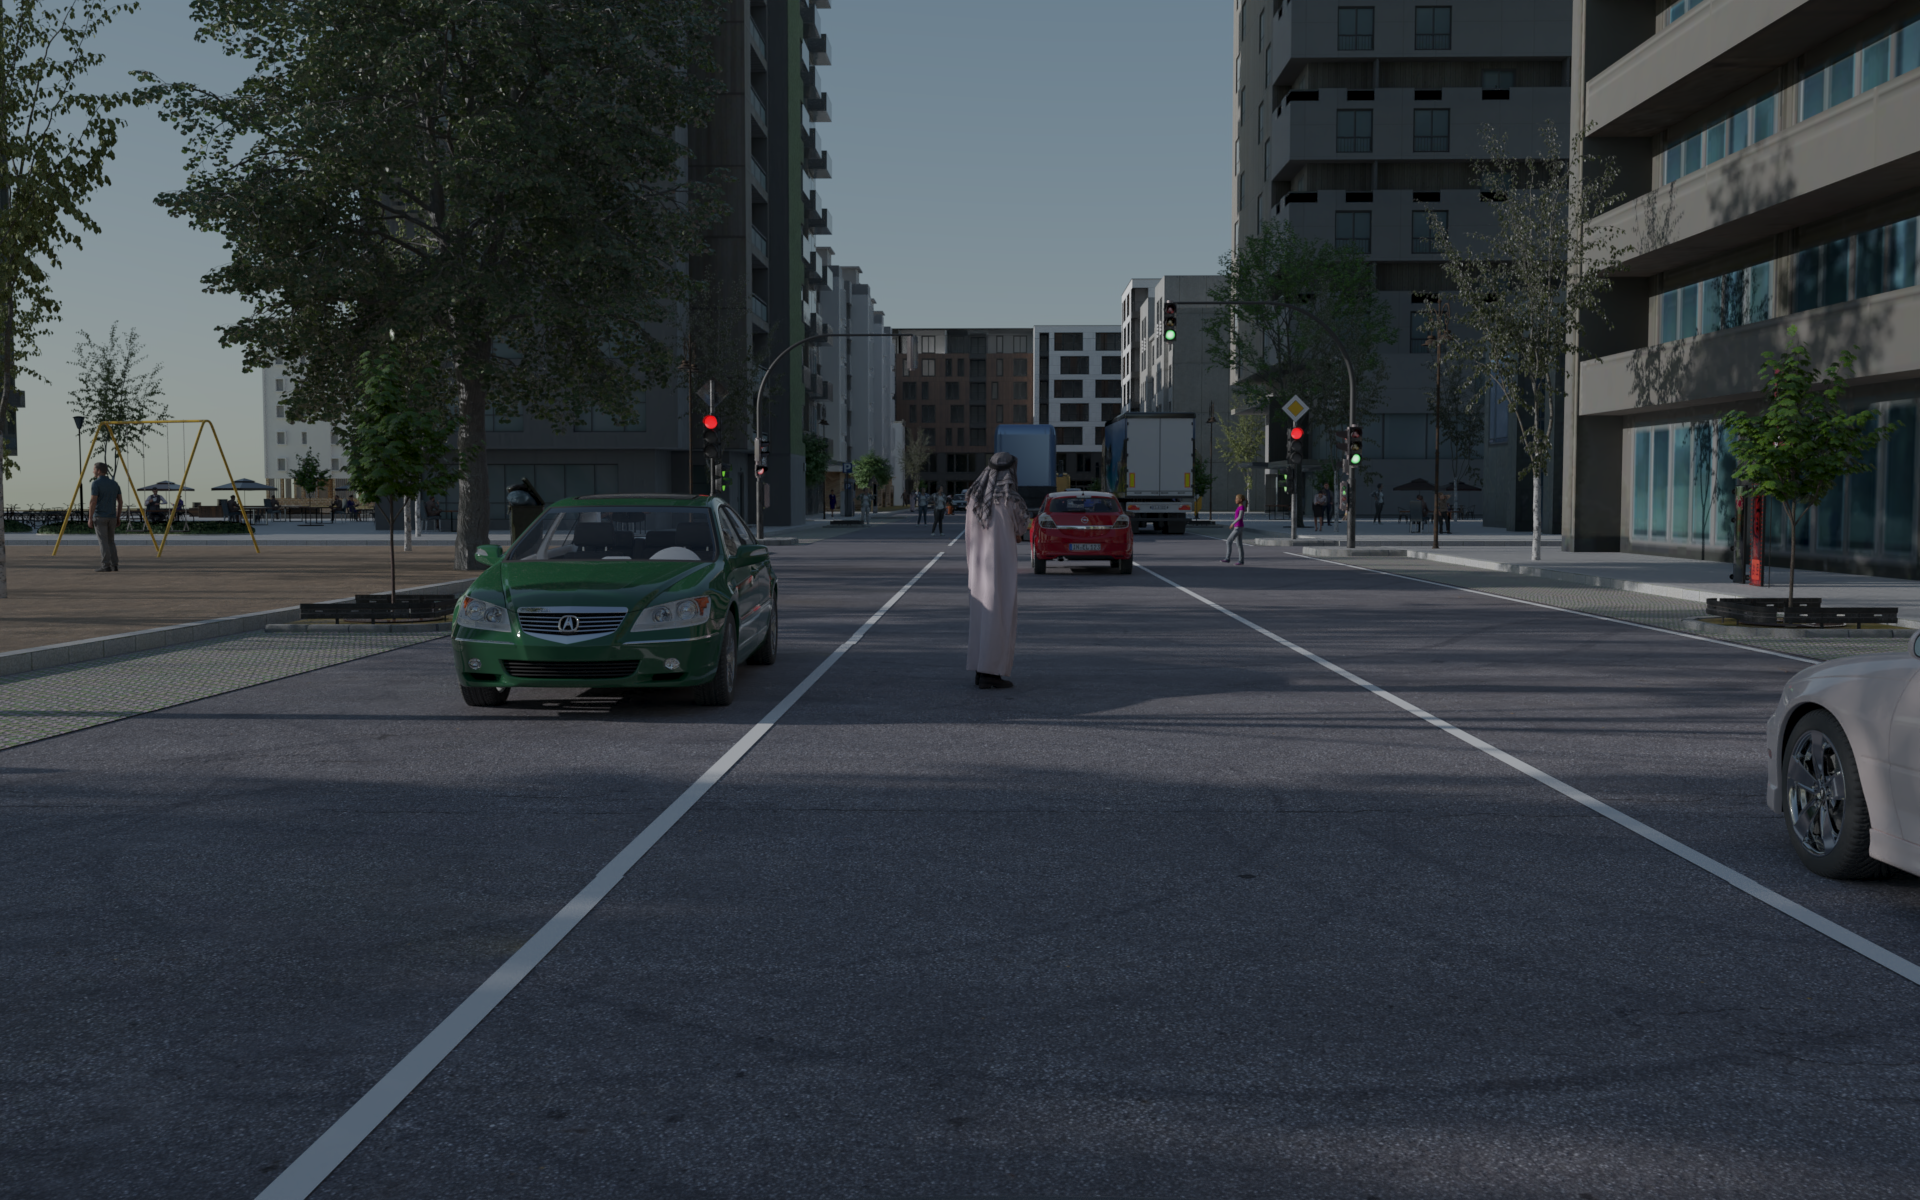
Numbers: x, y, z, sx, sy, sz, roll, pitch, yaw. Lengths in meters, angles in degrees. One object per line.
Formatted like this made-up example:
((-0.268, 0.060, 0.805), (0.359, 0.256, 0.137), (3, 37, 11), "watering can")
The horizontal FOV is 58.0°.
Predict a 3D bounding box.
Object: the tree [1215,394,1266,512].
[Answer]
((20.080, -10.478, 121.672), (4.737, 8.622, 4.395), (0, 3, 0), "tree")

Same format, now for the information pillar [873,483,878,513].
((-5.681, -6.822, 116.029), (0.304, 2.012, 0.304), (0, 4, 3), "information pillar")

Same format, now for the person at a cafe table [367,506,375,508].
((-25.535, -4.123, 78.268), (1.698, 1.238, 1.726), (1, 4, 13), "person at a cafe table")

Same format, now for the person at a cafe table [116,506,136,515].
((-40.955, -4.432, 83.321), (1.726, 1.238, 1.698), (2, 4, 29), "person at a cafe table")

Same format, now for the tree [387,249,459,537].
((-16.363, -6.231, 52.236), (4.360, 8.622, 3.978), (0, 3, 0), "tree")

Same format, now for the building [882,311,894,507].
((-14.926, -18.898, 165.400), (16.016, 20.091, 11.380), (0, 4, 1), "building")

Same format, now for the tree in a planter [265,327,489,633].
((-6.138, -1.311, 18.662), (1.991, 3.239, 1.994), (0, 4, 1), "tree in a planter")

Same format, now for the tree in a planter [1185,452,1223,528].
((10.065, -4.669, 73.568), (1.991, 3.239, 1.994), (0, 4, 1), "tree in a planter")

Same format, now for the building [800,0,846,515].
((-19.288, -29.396, 100.239), (23.786, 49.044, 30.456), (0, 4, 1), "building")

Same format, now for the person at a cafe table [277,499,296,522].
((-31.314, -4.224, 79.917), (1.698, 1.238, 1.726), (2, 4, 25), "person at a cafe table")

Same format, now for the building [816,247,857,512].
((-16.499, -16.768, 130.583), (16.016, 20.091, 11.380), (0, 4, 1), "building")

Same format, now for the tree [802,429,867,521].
((-7.581, -6.032, 82.336), (4.285, 4.588, 4.351), (0, 3, 0), "tree")

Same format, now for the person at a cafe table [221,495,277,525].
((-29.448, -3.690, 71.197), (1.698, 1.238, 1.726), (3, 5, 39), "person at a cafe table")

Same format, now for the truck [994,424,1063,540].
((2.206, -4.368, 61.172), (2.967, 4.110, 18.799), (0, 4, 3), "truck")

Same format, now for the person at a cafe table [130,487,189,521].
((-27.788, -3.147, 59.966), (1.698, 1.524, 1.622), (-3, 4, -37), "person at a cafe table")

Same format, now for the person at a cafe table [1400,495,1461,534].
((15.323, -2.822, 56.997), (1.698, 1.238, 1.726), (3, 4, 38), "person at a cafe table")

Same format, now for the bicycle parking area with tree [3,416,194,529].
((-34.474, -4.785, 65.230), (8.231, 4.147, 9.016), (3, 5, 45), "bicycle parking area with tree")

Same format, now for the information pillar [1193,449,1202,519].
((12.315, -6.008, 89.588), (0.504, 3.616, 0.183), (-3, 5, -39), "information pillar")

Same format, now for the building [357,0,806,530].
((-13.766, -23.385, 65.933), (14.154, 41.232, 14.086), (0, 4, 1), "building")

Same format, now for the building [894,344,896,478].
((-14.592, -19.592, 176.754), (16.016, 20.091, 11.380), (0, 4, 1), "building")

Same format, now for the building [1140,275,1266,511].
((25.050, -17.245, 148.411), (16.747, 18.905, 31.486), (0, 4, 1), "building")

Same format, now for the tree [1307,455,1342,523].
((16.571, -5.056, 77.260), (1.663, 3.219, 1.824), (0, 3, 0), "tree")

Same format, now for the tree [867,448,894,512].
((-6.348, -8.570, 123.838), (4.285, 4.588, 4.351), (0, 3, 0), "tree")

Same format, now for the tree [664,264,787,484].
((-7.883, -6.498, 56.600), (4.360, 8.622, 3.978), (0, 3, 0), "tree")

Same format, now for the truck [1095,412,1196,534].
((6.825, -4.642, 64.807), (2.839, 4.237, 11.283), (0, 3, 0), "truck")

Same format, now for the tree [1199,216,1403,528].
((12.772, -8.566, 65.818), (9.928, 11.665, 9.643), (0, 3, 0), "tree")

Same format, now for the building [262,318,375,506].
((-68.582, -20.537, 192.201), (11.380, 20.091, 16.016), (0, 4, 1), "building")

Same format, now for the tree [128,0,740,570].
((-8.395, -7.488, 29.078), (9.857, 13.997, 8.962), (0, 3, 0), "tree")

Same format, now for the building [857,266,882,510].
((-14.982, -17.461, 141.909), (16.016, 20.091, 11.380), (0, 4, 1), "building")

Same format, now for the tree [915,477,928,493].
((-4.425, -12.223, 194.443), (1.663, 3.219, 1.824), (0, 3, 0), "tree")

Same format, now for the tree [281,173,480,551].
((-12.684, -5.410, 38.824), (4.737, 8.622, 4.395), (0, 3, 0), "tree")

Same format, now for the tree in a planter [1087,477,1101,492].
((11.965, -9.434, 151.467), (1.991, 3.239, 1.994), (0, 4, 1), "tree in a planter")

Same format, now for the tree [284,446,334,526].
((-25.934, -4.577, 69.434), (1.663, 3.219, 1.824), (0, 3, 0), "tree")

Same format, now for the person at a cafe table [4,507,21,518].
((-40.325, -3.756, 72.264), (1.698, 1.238, 1.726), (-3, 5, -39), "person at a cafe table")

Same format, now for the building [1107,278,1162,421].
((30.567, -20.565, 180.208), (27.936, 21.610, 32.646), (0, 4, 1), "building")

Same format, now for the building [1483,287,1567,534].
((34.365, -45.409, 55.104), (31.000, 86.520, 22.319), (0, 4, 1), "building")

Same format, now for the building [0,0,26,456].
((-54.490, -22.988, 67.734), (23.993, 40.220, 32.217), (0, 4, 1), "building")

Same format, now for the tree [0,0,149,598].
((-12.063, -4.328, 21.120), (4.737, 8.622, 4.395), (0, 3, 0), "tree")

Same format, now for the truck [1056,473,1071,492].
((8.617, -9.957, 158.714), (3.469, 3.379, 9.791), (0, 4, 1), "truck")

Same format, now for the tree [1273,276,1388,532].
((12.592, -6.574, 57.843), (4.360, 8.622, 3.978), (0, 3, 0), "tree")

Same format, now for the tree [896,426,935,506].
((-4.806, -14.411, 185.985), (4.360, 8.622, 3.978), (0, 3, 0), "tree")

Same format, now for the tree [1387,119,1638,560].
((10.959, -5.078, 33.381), (4.360, 8.622, 3.978), (0, 3, 0), "tree")

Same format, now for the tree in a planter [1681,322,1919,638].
((8.704, -1.273, 18.044), (1.991, 3.239, 1.994), (0, 4, 1), "tree in a planter")

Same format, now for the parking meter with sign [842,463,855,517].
((-6.253, -6.214, 97.862), (0.543, 3.016, 1.738), (0, 4, 3), "parking meter with sign")

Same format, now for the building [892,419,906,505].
((-20.362, -15.483, 195.296), (28.070, 9.664, 9.099), (0, 4, 1), "building")

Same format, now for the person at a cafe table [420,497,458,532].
((-17.482, -2.933, 58.813), (1.726, 1.238, 1.698), (-3, 5, -40), "person at a cafe table")

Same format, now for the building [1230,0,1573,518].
((31.409, -31.437, 103.235), (28.713, 52.752, 27.495), (0, 4, 1), "building")

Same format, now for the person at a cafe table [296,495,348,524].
((-27.664, -3.965, 75.693), (1.698, 1.238, 1.726), (3, 5, 44), "person at a cafe table")

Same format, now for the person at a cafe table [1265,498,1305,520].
((16.239, -4.601, 86.093), (1.726, 1.238, 1.698), (2, 4, 26), "person at a cafe table")

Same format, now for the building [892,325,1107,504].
((7.093, -23.220, 223.618), (32.646, 21.610, 27.936), (0, 4, 1), "building")

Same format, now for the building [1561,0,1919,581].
((23.907, -24.648, 26.704), (21.300, 48.544, 21.600), (0, 4, 1), "building")
